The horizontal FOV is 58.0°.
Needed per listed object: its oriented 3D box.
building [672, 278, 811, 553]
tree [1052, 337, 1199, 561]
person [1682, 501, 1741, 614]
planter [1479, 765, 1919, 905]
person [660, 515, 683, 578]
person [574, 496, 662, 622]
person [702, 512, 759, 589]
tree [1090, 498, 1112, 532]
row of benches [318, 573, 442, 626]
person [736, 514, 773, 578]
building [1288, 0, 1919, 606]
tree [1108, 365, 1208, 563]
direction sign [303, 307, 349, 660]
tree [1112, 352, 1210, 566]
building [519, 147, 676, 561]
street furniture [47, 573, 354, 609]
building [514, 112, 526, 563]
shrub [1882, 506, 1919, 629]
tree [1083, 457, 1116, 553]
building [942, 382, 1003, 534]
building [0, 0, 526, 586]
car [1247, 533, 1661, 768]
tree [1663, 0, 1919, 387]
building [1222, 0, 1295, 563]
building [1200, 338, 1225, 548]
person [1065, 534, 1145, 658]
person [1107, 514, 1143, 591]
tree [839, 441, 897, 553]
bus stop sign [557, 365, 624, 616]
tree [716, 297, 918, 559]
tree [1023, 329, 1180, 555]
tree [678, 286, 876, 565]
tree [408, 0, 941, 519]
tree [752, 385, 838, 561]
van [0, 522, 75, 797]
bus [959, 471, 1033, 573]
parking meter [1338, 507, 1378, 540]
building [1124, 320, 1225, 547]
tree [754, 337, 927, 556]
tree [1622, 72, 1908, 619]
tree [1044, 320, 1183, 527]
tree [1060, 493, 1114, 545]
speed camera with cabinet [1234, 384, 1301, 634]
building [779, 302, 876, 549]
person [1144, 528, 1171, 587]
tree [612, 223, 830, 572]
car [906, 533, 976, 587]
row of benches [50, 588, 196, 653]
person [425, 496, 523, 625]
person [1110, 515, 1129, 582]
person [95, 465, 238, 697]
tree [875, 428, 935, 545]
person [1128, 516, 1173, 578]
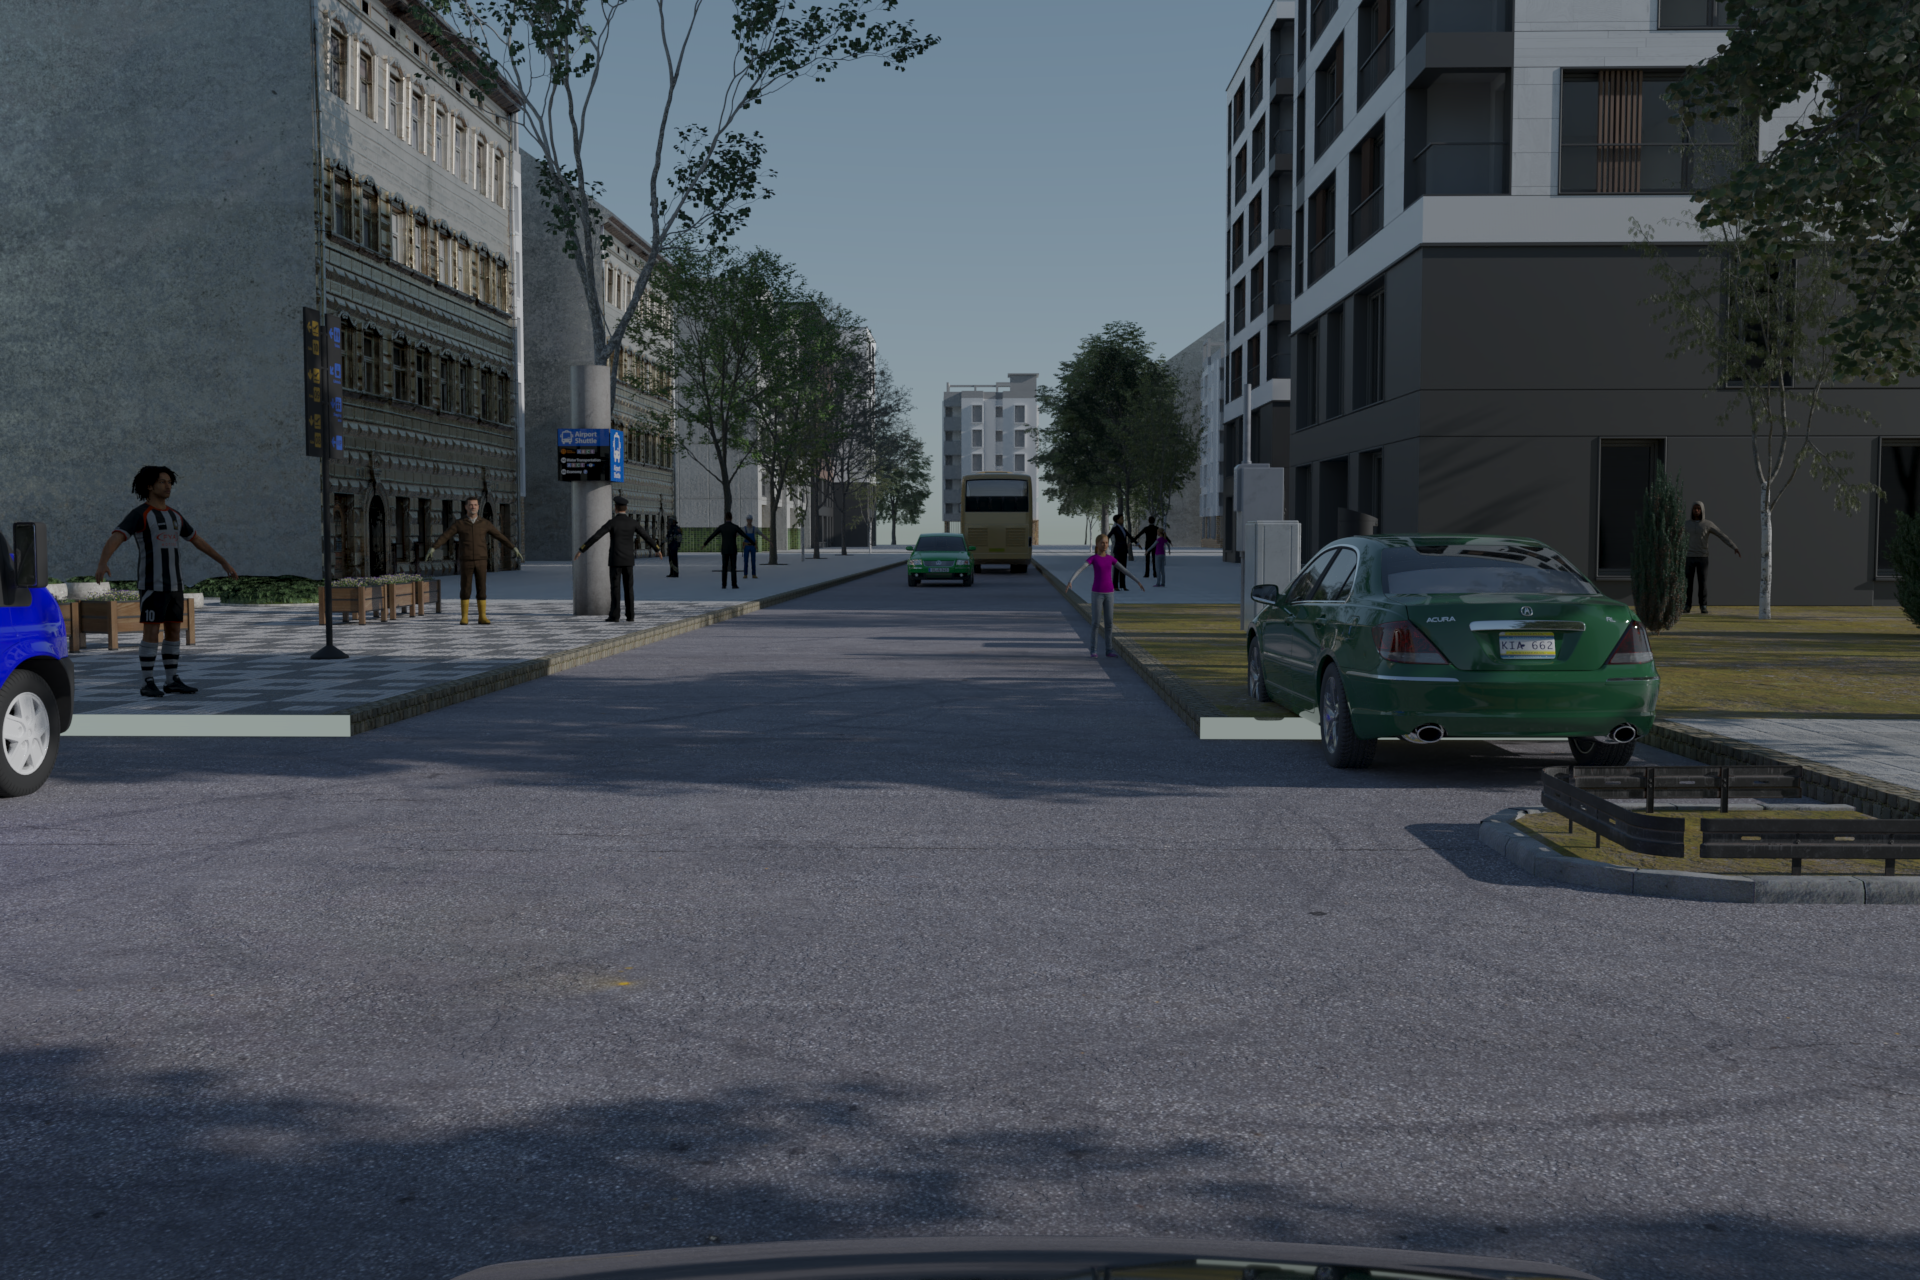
[{"bbox_3d":[-21.899,-16.458,135.539,16.747,18.905,31.486,0,4,2],"label":"building"},{"bbox_3d":[7.831,-9.052,82.412,7.601,10.594,8.767,1,4,10],"label":"tree"},{"bbox_3d":[11.905,-1.338,28.008,1.348,1.813,0.705,2,4,30],"label":"person"},{"bbox_3d":[3.409,0.823,7.689,1.991,0.319,1.994,0,4,2],"label":"planter"},{"bbox_3d":[-8.494,-2.776,51.159,0.705,1.856,1.354,-2,4,-33],"label":"person"},{"bbox_3d":[-4.958,-1.184,25.299,1.347,1.837,0.705,-2,4,-31],"label":"person"},{"bbox_3d":[-5.411,-2.106,40.653,1.346,1.802,0.704,0,4,3],"label":"person"},{"bbox_3d":[16.839,-15.455,203.051,4.360,8.622,3.978,0,3,0],"label":"tree"},{"bbox_3d":[-8.705,-0.651,26.101,1.422,0.672,4.104,0,4,-1],"label":"row of benches"},{"bbox_3d":[-6.079,-2.706,50.099,1.347,1.847,0.705,-1,4,-12],"label":"person"},{"bbox_3d":[22.474,-12.364,46.125,27.936,21.610,32.646,0,4,1],"label":"building"},{"bbox_3d":[8.649,-7.646,75.378,4.737,8.622,4.395,0,3,0],"label":"tree"},{"bbox_3d":[-6.501,-1.576,17.759,0.379,3.537,0.876,0,4,2],"label":"direction sign"},{"bbox_3d":[8.314,-7.325,70.122,4.360,8.622,3.978,0,3,0],"label":"tree"},{"bbox_3d":[-25.910,-15.902,90.919,19.493,23.208,18.063,0,4,1],"label":"building"},{"bbox_3d":[-14.650,-0.949,31.143,5.734,0.657,10.072,2,4,24],"label":"street furniture"},{"bbox_3d":[-24.586,-12.674,63.638,16.016,20.090,11.380,0,4,2],"label":"building"},{"bbox_3d":[12.431,-1.049,21.568,1.690,2.028,1.600,0,3,0],"label":"shrub"},{"bbox_3d":[8.997,-10.248,117.922,4.737,8.622,4.395,0,3,0],"label":"tree"},{"bbox_3d":[-1.799,-21.396,208.702,11.380,20.090,16.016,1,4,8],"label":"building"},{"bbox_3d":[-24.896,-13.493,51.541,19.493,23.208,18.063,0,4,1],"label":"building"},{"bbox_3d":[3.180,-0.013,12.016,2.131,1.459,4.920,0,3,0],"label":"car"},{"bbox_3d":[9.030,-6.405,11.382,9.857,13.997,8.962,0,3,0],"label":"tree"},{"bbox_3d":[26.190,-14.561,82.052,27.936,21.610,32.646,0,4,1],"label":"building"},{"bbox_3d":[28.482,-19.036,167.650,16.016,20.090,11.380,0,4,1],"label":"building"},{"bbox_3d":[1.668,-0.507,20.012,0.991,1.433,0.599,-1,4,-19],"label":"person"},{"bbox_3d":[3.664,-1.973,38.984,1.216,1.740,0.721,-3,5,-43],"label":"person"},{"bbox_3d":[-5.963,-10.063,114.889,4.360,8.622,3.978,0,3,0],"label":"tree"},{"bbox_3d":[-5.817,-2.344,27.333,0.837,3.901,0.837,0,4,3],"label":"bus stop sign"},{"bbox_3d":[-7.258,-10.922,88.944,12.009,13.543,11.850,0,3,0],"label":"tree"},{"bbox_3d":[8.862,-12.246,106.877,9.857,13.997,8.962,0,3,0],"label":"tree"},{"bbox_3d":[-7.585,-8.918,71.568,9.928,11.665,9.643,0,3,0],"label":"tree"},{"bbox_3d":[-7.197,-11.249,39.809,12.611,20.169,13.585,0,3,0],"label":"tree"},{"bbox_3d":[-7.596,-7.985,80.913,4.737,8.622,4.395,0,3,0],"label":"tree"},{"bbox_3d":[-6.065,-0.205,7.729,2.240,2.365,5.245,0,4,2],"label":"van"},{"bbox_3d":[1.344,-4.602,66.789,2.896,3.916,12.252,0,4,0],"label":"bus"},{"bbox_3d":[3.791,-0.498,16.546,0.372,1.533,0.369,0,3,0],"label":"parking meter"},{"bbox_3d":[27.456,-21.534,183.005,19.493,23.208,18.063,0,4,1],"label":"building"},{"bbox_3d":[-7.080,-11.805,103.386,12.009,13.543,11.850,0,3,0],"label":"tree"},{"bbox_3d":[12.267,-4.629,26.053,4.360,8.622,3.978,0,3,0],"label":"tree"},{"bbox_3d":[8.216,-10.677,92.693,7.486,12.596,7.792,0,3,0],"label":"tree"},{"bbox_3d":[15.553,-16.831,209.592,7.601,10.594,8.767,0,4,6],"label":"tree"},{"bbox_3d":[3.949,-1.707,22.252,0.660,3.252,2.038,0,4,2],"label":"speed camera with cabinet"},{"bbox_3d":[-23.094,-19.879,169.004,27.936,21.610,32.646,0,4,1],"label":"building"},{"bbox_3d":[4.817,-2.007,42.075,0.599,1.433,0.991,3,5,44],"label":"person"},{"bbox_3d":[-8.000,-8.135,58.760,9.928,11.665,9.643,0,3,0],"label":"tree"},{"bbox_3d":[-0.514,-2.434,48.599,1.959,1.807,4.718,0,4,1],"label":"car"},{"bbox_3d":[-10.067,-0.173,18.286,1.422,0.672,4.104,2,4,29],"label":"row of benches"},{"bbox_3d":[-6.894,-1.126,24.540,1.346,1.812,0.704,-2,4,-25],"label":"person"},{"bbox_3d":[4.208,-2.441,46.104,0.705,1.806,1.347,-1,4,-10],"label":"person"},{"bbox_3d":[-6.332,-0.466,13.755,0.704,1.843,1.345,1,4,23],"label":"person"},{"bbox_3d":[-7.776,-18.289,205.682,9.857,13.997,8.962,0,3,0],"label":"tree"},{"bbox_3d":[5.615,-2.737,50.932,1.347,1.806,0.705,0,4,-7],"label":"person"}]
